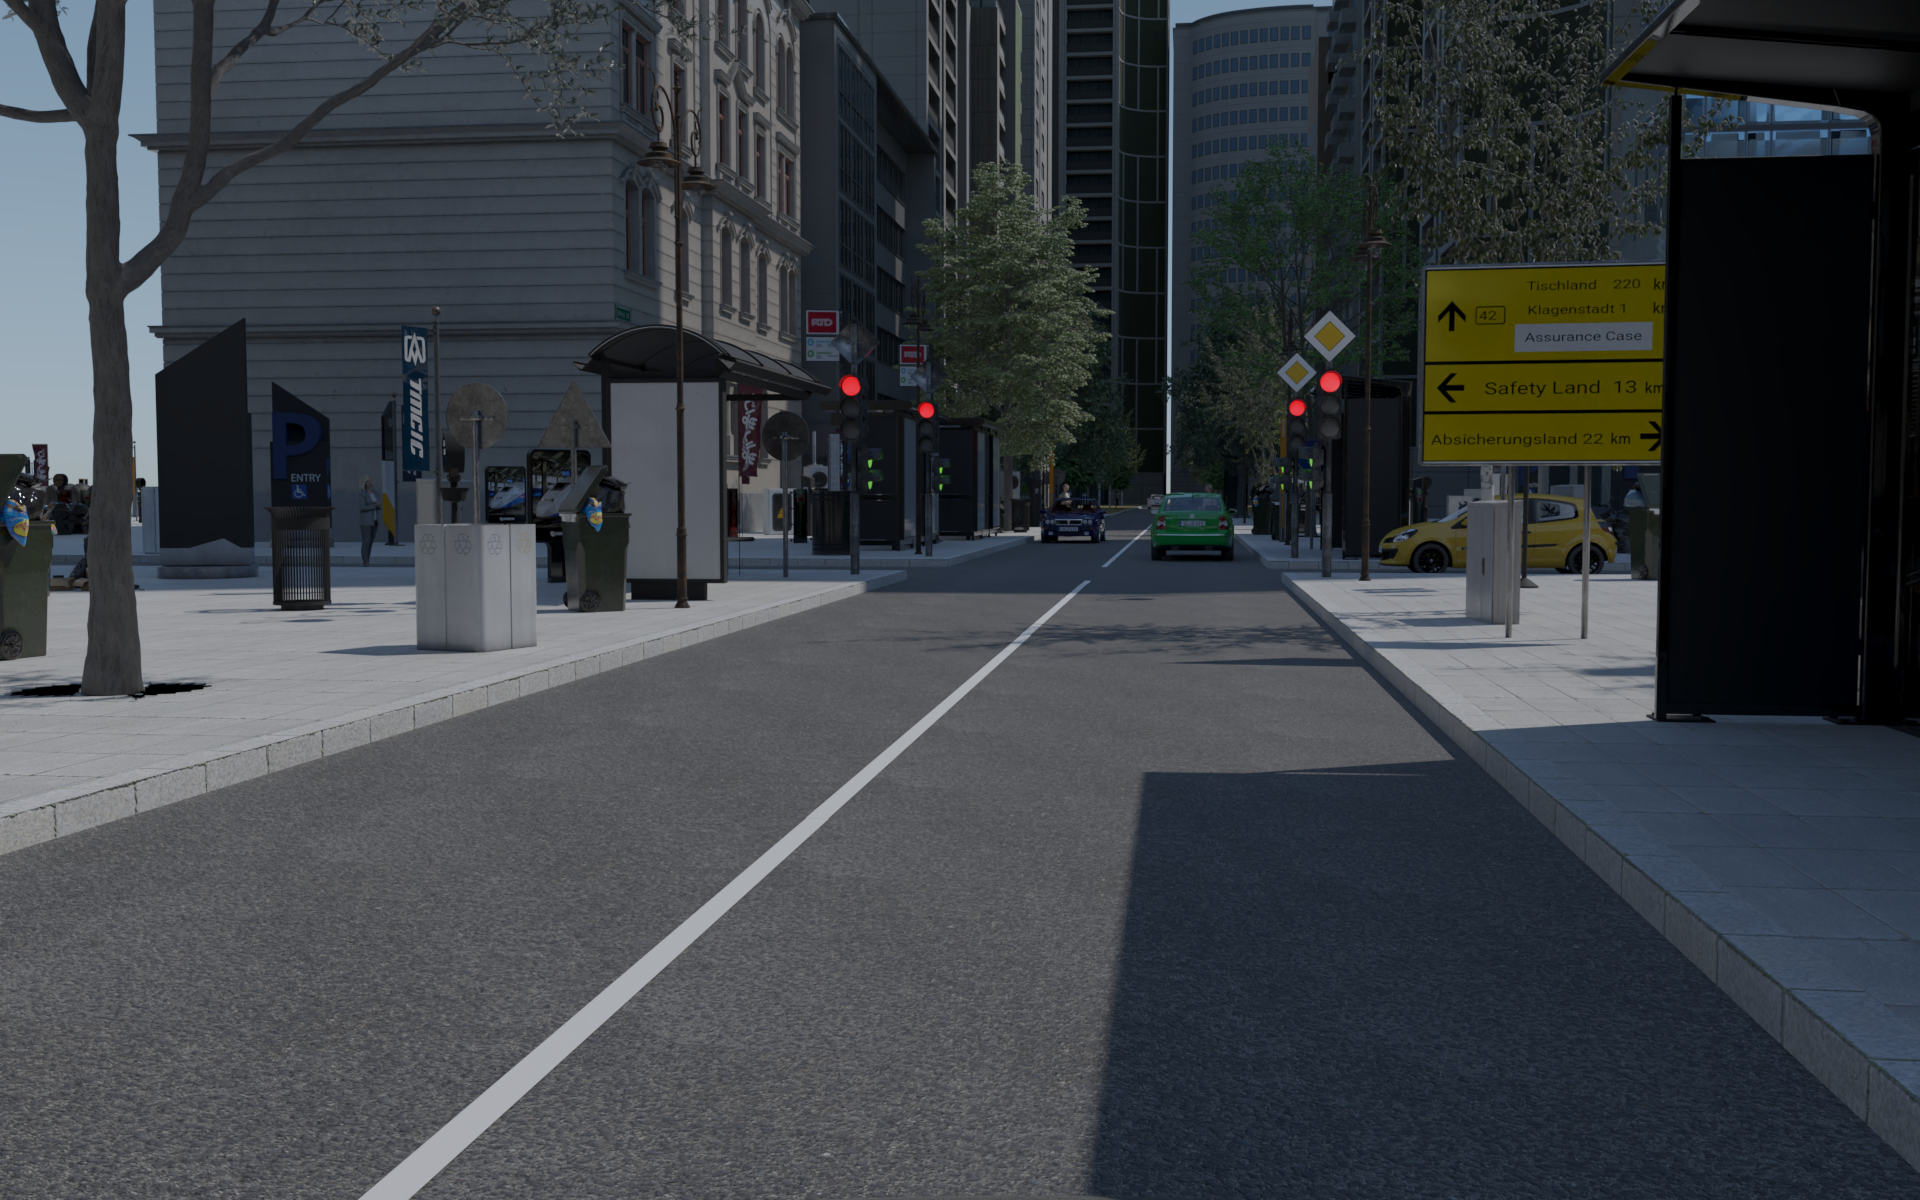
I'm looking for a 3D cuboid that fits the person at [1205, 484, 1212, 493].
[{"bbox_3d":[7.655,-2.704,53.381,0.731,1.740,0.598,3,5,40],"label":"person"}]

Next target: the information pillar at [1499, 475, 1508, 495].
[{"bbox_3d":[20.569,-3.728,65.450,0.304,2.012,0.304,3,5,45],"label":"information pillar"}]

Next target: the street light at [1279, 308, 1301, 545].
[{"bbox_3d":[8.202,-4.305,43.180,0.468,5.910,1.993,0,4,7],"label":"street light"}]

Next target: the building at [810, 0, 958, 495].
[{"bbox_3d":[-1.980,-44.673,168.647,20.611,71.187,20.563,0,4,7],"label":"building"}]

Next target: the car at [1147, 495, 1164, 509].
[{"bbox_3d":[19.368,-9.637,169.921,2.083,1.381,4.827,0,4,8],"label":"car"}]

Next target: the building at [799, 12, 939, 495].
[{"bbox_3d":[-10.090,-16.151,83.128,14.314,24.678,30.058,0,4,7],"label":"building"}]

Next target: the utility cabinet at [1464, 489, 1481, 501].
[{"bbox_3d":[22.680,-4.106,75.816,1.173,1.500,0.318,2,4,29],"label":"utility cabinet"}]

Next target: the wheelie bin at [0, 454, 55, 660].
[{"bbox_3d":[-7.585,-0.347,13.579,0.980,1.594,0.693,1,4,16],"label":"wheelie bin"}]

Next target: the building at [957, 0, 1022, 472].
[{"bbox_3d":[-2.720,-27.852,138.973,14.154,41.232,14.086,0,4,7],"label":"building"}]

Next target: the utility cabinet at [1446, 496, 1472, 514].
[{"bbox_3d":[21.333,-3.844,74.007,1.020,1.237,0.306,0,4,-3],"label":"utility cabinet"}]

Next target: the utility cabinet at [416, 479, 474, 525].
[{"bbox_3d":[-7.464,-1.016,25.284,0.318,1.500,1.173,1,4,14],"label":"utility cabinet"}]

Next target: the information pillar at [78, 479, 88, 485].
[{"bbox_3d":[-41.477,-4.740,81.993,0.304,2.012,0.304,1,4,9],"label":"information pillar"}]

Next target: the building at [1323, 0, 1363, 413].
[{"bbox_3d":[42.130,-32.064,143.860,23.786,49.044,30.456,0,4,7],"label":"building"}]

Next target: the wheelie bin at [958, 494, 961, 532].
[{"bbox_3d":[0.327,-3.129,59.068,0.980,1.594,0.693,-3,5,-41],"label":"wheelie bin"}]

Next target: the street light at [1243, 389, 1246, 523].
[{"bbox_3d":[12.498,-6.308,75.921,0.468,5.910,1.993,0,4,7],"label":"street light"}]

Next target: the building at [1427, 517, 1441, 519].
[{"bbox_3d":[34.055,-39.930,91.102,20.563,71.187,20.611,0,4,7],"label":"building"}]

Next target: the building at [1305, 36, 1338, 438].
[{"bbox_3d":[40.778,-31.601,166.794,14.600,45.320,14.200,0,4,7],"label":"building"}]

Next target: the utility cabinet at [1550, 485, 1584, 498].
[{"bbox_3d":[14.375,-1.981,41.070,0.318,1.500,1.173,0,4,-7],"label":"utility cabinet"}]

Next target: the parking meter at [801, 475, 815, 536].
[{"bbox_3d":[-4.613,-2.874,52.702,0.399,1.863,0.255,2,4,27],"label":"parking meter"}]

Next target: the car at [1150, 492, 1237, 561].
[{"bbox_3d":[5.209,-1.827,38.675,1.959,1.807,4.718,1,4,8],"label":"car"}]

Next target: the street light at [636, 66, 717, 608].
[{"bbox_3d":[-3.130,-2.847,19.338,0.468,5.910,1.993,0,4,7],"label":"street light"}]

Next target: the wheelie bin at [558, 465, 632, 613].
[{"bbox_3d":[-4.003,-0.682,19.052,0.693,1.594,0.980,-2,4,-30],"label":"wheelie bin"}]

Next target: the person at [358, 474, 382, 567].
[{"bbox_3d":[-10.914,-1.436,32.168,0.526,1.800,0.537,2,4,32],"label":"person"}]

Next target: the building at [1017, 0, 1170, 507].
[{"bbox_3d":[14.920,-47.234,210.535,20.611,71.187,20.563,0,4,7],"label":"building"}]

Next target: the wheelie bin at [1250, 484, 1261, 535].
[{"bbox_3d":[9.587,-2.851,54.525,0.693,1.594,0.980,2,4,33],"label":"wheelie bin"}]

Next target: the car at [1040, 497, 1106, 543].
[{"bbox_3d":[3.405,-2.391,51.672,1.945,1.354,3.894,1,4,9],"label":"car"}]

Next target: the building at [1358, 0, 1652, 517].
[{"bbox_3d":[36.670,-41.587,118.195,20.563,71.187,20.611,0,4,7],"label":"building"}]

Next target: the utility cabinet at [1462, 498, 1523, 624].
[{"bbox_3d":[5.382,-0.389,17.517,0.306,1.237,1.020,0,4,2],"label":"utility cabinet"}]

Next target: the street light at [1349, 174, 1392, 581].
[{"bbox_3d":[5.989,-3.220,25.437,0.468,5.910,1.993,0,4,7],"label":"street light"}]

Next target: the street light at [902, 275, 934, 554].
[{"bbox_3d":[-0.883,-3.910,36.717,0.468,5.910,1.993,0,4,7],"label":"street light"}]

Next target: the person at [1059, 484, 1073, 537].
[{"bbox_3d":[3.560,-2.985,57.858,0.362,1.759,0.519,3,5,45],"label":"person"}]

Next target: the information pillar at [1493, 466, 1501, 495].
[{"bbox_3d":[21.861,-4.827,70.268,0.504,3.616,0.183,0,4,7],"label":"information pillar"}]

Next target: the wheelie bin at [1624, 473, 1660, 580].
[{"bbox_3d":[10.419,-1.106,25.999,0.980,1.594,0.693,0,4,-7],"label":"wheelie bin"}]

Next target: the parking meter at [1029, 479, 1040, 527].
[{"bbox_3d":[2.930,-3.798,67.800,0.399,1.863,0.255,-3,5,-44],"label":"parking meter"}]

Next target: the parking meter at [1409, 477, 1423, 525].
[{"bbox_3d":[15.684,-3.294,59.575,0.399,1.863,0.255,-1,4,-9],"label":"parking meter"}]

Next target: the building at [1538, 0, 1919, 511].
[{"bbox_3d":[33.683,-45.024,48.811,31.000,86.520,22.319,0,4,7],"label":"building"}]

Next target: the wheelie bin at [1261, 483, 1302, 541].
[{"bbox_3d":[8.993,-2.440,47.807,0.980,1.594,0.693,3,4,37],"label":"wheelie bin"}]

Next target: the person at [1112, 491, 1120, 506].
[{"bbox_3d":[17.278,-11.162,191.012,1.348,1.823,0.705,-3,5,-43],"label":"person"}]

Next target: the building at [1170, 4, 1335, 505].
[{"bbox_3d":[39.625,-40.753,208.315,28.212,58.520,21.231,0,4,7],"label":"building"}]

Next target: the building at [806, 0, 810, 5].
[{"bbox_3d":[-8.718,-41.781,121.379,20.563,71.187,20.611,0,4,7],"label":"building"}]

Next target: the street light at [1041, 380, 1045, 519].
[{"bbox_3d":[3.371,-5.939,69.891,0.468,5.910,1.993,0,4,7],"label":"street light"}]

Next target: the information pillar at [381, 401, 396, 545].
[{"bbox_3d":[-14.302,-3.179,43.331,0.183,3.616,0.504,0,4,8],"label":"information pillar"}]

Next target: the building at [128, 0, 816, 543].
[{"bbox_3d":[-13.599,-16.432,56.045,14.401,28.519,23.554,0,4,7],"label":"building"}]

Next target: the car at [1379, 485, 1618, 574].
[{"bbox_3d":[9.421,-1.239,30.477,3.980,1.641,2.015,1,4,9],"label":"car"}]

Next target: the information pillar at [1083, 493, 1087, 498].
[{"bbox_3d":[8.019,-6.478,110.412,0.304,2.012,0.304,-2,4,-30],"label":"information pillar"}]
